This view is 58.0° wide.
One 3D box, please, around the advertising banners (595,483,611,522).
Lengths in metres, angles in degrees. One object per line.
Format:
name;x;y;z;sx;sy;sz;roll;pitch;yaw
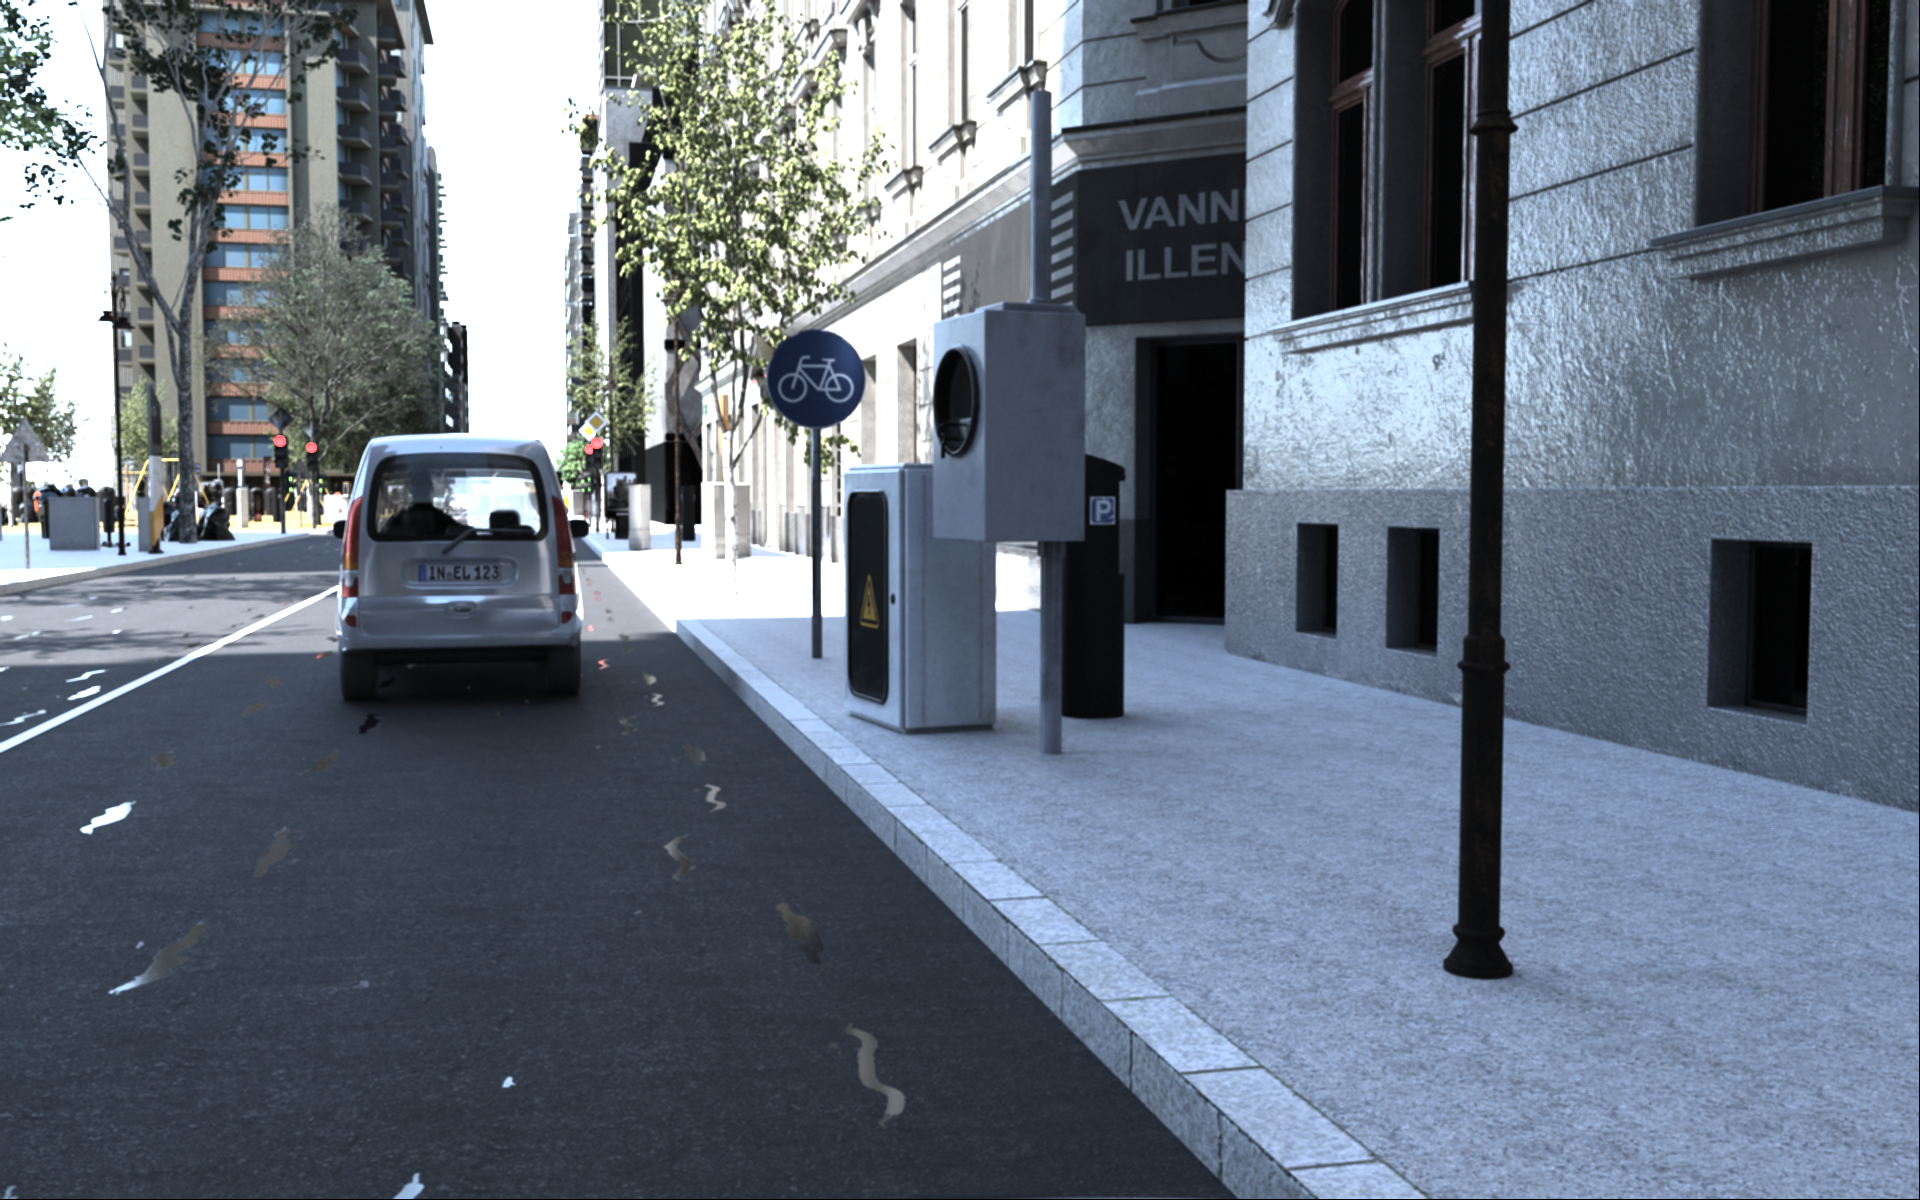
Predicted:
advertising banners;-16.297;-5.060;78.912;0.090;3.025;2.074;1;4;10

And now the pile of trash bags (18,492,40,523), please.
pile of trash bags;-40.872;-4.111;76.975;1.912;1.369;3.447;-2;4;-27

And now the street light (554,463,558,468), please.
street light;-49.545;-14.694;213.038;0.468;5.910;1.993;-1;4;-14

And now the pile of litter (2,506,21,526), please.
pile of litter;-39.050;-3.443;70.261;1.719;0.858;1.176;-2;4;-32

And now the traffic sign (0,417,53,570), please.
traffic sign;-15.772;-1.787;29.229;0.884;2.594;0.081;0;4;-6

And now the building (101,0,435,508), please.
building;-67.974;-35.768;174.038;28.713;52.752;27.495;-1;4;-14

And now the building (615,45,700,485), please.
building;-12.148;-16.203;94.604;12.332;23.373;15.834;-1;4;-14

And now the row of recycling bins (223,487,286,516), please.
row of recycling bins;-42.417;-5.903;103.622;3.534;1.692;1.069;1;4;9

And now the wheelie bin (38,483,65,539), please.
wheelie bin;-26.275;-2.583;50.135;0.693;1.594;0.980;-3;5;-41

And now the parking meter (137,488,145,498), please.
parking meter;-54.174;-6.660;114.607;0.399;1.863;0.255;1;4;9

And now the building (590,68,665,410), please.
building;-16.851;-28.304;154.647;32.217;40.220;23.993;-1;4;-14

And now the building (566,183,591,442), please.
building;-49.062;-39.628;267.530;23.786;49.044;30.456;-1;4;-14

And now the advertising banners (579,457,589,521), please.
advertising banners;-17.927;-5.301;82.853;0.090;3.025;2.074;0;4;2

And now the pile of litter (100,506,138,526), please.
pile of litter;-33.965;-3.441;70.218;1.719;0.858;1.176;-2;4;-23

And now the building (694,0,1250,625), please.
building;4.317;-15.935;36.949;17.030;29.872;44.131;-1;4;-14

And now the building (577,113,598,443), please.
building;-32.413;-33.323;199.451;22.147;44.769;28.867;-1;4;-14

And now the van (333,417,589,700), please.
van;-3.897;-0.402;13.578;2.013;2.044;4.112;-1;4;-15

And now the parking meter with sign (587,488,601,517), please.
parking meter with sign;-20.475;-6.167;97.096;1.738;3.016;0.543;3;5;44

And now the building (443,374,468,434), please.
building;-88.791;-25.378;259.974;27.650;21.520;28.899;-1;4;-14

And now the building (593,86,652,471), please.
building;-17.040;-17.965;111.742;12.078;24.808;19.932;-1;4;-14

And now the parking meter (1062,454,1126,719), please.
parking meter;0.765;-0.098;10.019;0.372;1.533;0.369;0;3;0

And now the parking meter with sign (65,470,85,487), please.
parking meter with sign;-63.011;-7.736;122.745;0.543;3.016;1.738;3;5;39

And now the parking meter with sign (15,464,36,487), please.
parking meter with sign;-54.209;-6.399;100.883;1.738;3.016;0.543;2;4;29

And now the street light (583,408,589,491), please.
street light;-18.217;-6.863;85.000;0.468;5.910;1.993;-1;4;-14

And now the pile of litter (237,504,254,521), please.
pile of litter;-34.396;-4.268;83.751;1.176;0.858;1.719;0;4;0

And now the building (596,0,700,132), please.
building;-27.877;-45.020;174.332;20.563;71.187;20.611;-1;4;-14

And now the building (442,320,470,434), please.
building;-87.405;-31.219;282.129;14.160;30.474;14.107;-1;4;-14

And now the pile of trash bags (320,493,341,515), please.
pile of trash bags;-38.415;-5.883;105.937;1.912;1.369;3.447;-2;4;-34

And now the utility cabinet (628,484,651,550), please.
utility cabinet;-7.360;-1.901;39.761;0.318;1.500;1.173;0;4;0

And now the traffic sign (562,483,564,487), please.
traffic sign;-31.023;-8.362;136.729;0.884;2.594;0.081;0;4;-6

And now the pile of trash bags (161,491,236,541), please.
pile of trash bags;-21.586;-2.371;48.512;1.912;1.369;3.447;-2;4;-33

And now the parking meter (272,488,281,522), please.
parking meter;-30.944;-4.284;78.453;0.372;1.533;0.369;0;3;0

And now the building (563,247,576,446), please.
building;-58.724;-37.012;288.744;14.154;41.232;14.086;-1;4;-14

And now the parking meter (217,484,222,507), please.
parking meter;-41.048;-5.511;95.810;0.255;1.863;0.399;1;4;16

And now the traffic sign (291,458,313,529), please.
traffic sign;-23.869;-3.833;62.677;0.884;2.594;0.081;-1;4;-11

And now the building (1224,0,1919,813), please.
building;10.808;-13.236;3.801;14.401;28.519;23.554;-1;4;-14

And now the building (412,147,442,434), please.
building;-66.715;-31.390;196.821;14.154;41.232;14.086;-1;4;-14

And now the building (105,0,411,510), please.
building;-58.888;-30.147;147.522;22.147;44.769;28.867;-1;4;-14

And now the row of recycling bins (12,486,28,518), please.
row of recycling bins;-50.479;-5.317;94.046;1.069;1.692;3.534;0;4;-7

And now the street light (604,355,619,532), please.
street light;-11.624;-5.199;57.790;0.468;5.910;1.993;-1;4;-14

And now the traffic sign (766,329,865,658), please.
traffic sign;-1.119;-0.819;13.496;0.768;2.556;0.104;0;4;-5

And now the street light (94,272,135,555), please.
street light;-17.592;-3.877;36.184;0.468;5.910;1.993;-1;4;-14

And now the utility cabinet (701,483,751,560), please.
utility cabinet;-4.555;-1.542;33.883;0.318;1.500;1.173;2;4;30

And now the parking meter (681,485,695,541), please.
parking meter;-7.463;-2.394;47.547;0.372;1.533;0.369;0;3;0

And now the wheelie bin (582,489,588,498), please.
wheelie bin;-22.987;-5.981;105.701;0.693;1.594;0.980;1;4;20

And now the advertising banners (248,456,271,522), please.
advertising banners;-32.496;-5.128;80.031;0.090;3.025;2.074;1;4;18

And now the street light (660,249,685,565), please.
street light;-5.085;-3.567;31.114;0.468;5.910;1.993;-1;4;-14

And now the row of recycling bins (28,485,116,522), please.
row of recycling bins;-40.884;-4.463;80.084;3.534;1.692;1.069;0;4;-6

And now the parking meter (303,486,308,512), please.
parking meter;-45.661;-7.040;120.807;0.255;1.863;0.399;-2;4;-34

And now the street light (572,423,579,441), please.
street light;-24.702;-8.473;111.317;0.468;5.910;1.993;-1;4;-14

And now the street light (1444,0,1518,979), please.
street light;1.395;-1.939;4.486;0.468;5.910;1.993;-1;4;-14

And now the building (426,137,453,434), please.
building;-79.797;-37.384;230.833;23.786;49.044;30.456;-1;4;-14

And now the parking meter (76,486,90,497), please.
parking meter;-26.921;-2.740;53.210;0.372;1.533;0.369;0;3;0

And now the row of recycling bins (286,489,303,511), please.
row of recycling bins;-50.754;-7.605;131.459;1.069;1.692;3.534;1;4;13

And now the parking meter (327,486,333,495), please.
parking meter;-48.048;-7.731;132.118;0.255;1.863;0.399;3;4;38

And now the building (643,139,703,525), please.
building;-5.385;-12.920;78.697;16.811;18.784;16.820;-1;4;-14
